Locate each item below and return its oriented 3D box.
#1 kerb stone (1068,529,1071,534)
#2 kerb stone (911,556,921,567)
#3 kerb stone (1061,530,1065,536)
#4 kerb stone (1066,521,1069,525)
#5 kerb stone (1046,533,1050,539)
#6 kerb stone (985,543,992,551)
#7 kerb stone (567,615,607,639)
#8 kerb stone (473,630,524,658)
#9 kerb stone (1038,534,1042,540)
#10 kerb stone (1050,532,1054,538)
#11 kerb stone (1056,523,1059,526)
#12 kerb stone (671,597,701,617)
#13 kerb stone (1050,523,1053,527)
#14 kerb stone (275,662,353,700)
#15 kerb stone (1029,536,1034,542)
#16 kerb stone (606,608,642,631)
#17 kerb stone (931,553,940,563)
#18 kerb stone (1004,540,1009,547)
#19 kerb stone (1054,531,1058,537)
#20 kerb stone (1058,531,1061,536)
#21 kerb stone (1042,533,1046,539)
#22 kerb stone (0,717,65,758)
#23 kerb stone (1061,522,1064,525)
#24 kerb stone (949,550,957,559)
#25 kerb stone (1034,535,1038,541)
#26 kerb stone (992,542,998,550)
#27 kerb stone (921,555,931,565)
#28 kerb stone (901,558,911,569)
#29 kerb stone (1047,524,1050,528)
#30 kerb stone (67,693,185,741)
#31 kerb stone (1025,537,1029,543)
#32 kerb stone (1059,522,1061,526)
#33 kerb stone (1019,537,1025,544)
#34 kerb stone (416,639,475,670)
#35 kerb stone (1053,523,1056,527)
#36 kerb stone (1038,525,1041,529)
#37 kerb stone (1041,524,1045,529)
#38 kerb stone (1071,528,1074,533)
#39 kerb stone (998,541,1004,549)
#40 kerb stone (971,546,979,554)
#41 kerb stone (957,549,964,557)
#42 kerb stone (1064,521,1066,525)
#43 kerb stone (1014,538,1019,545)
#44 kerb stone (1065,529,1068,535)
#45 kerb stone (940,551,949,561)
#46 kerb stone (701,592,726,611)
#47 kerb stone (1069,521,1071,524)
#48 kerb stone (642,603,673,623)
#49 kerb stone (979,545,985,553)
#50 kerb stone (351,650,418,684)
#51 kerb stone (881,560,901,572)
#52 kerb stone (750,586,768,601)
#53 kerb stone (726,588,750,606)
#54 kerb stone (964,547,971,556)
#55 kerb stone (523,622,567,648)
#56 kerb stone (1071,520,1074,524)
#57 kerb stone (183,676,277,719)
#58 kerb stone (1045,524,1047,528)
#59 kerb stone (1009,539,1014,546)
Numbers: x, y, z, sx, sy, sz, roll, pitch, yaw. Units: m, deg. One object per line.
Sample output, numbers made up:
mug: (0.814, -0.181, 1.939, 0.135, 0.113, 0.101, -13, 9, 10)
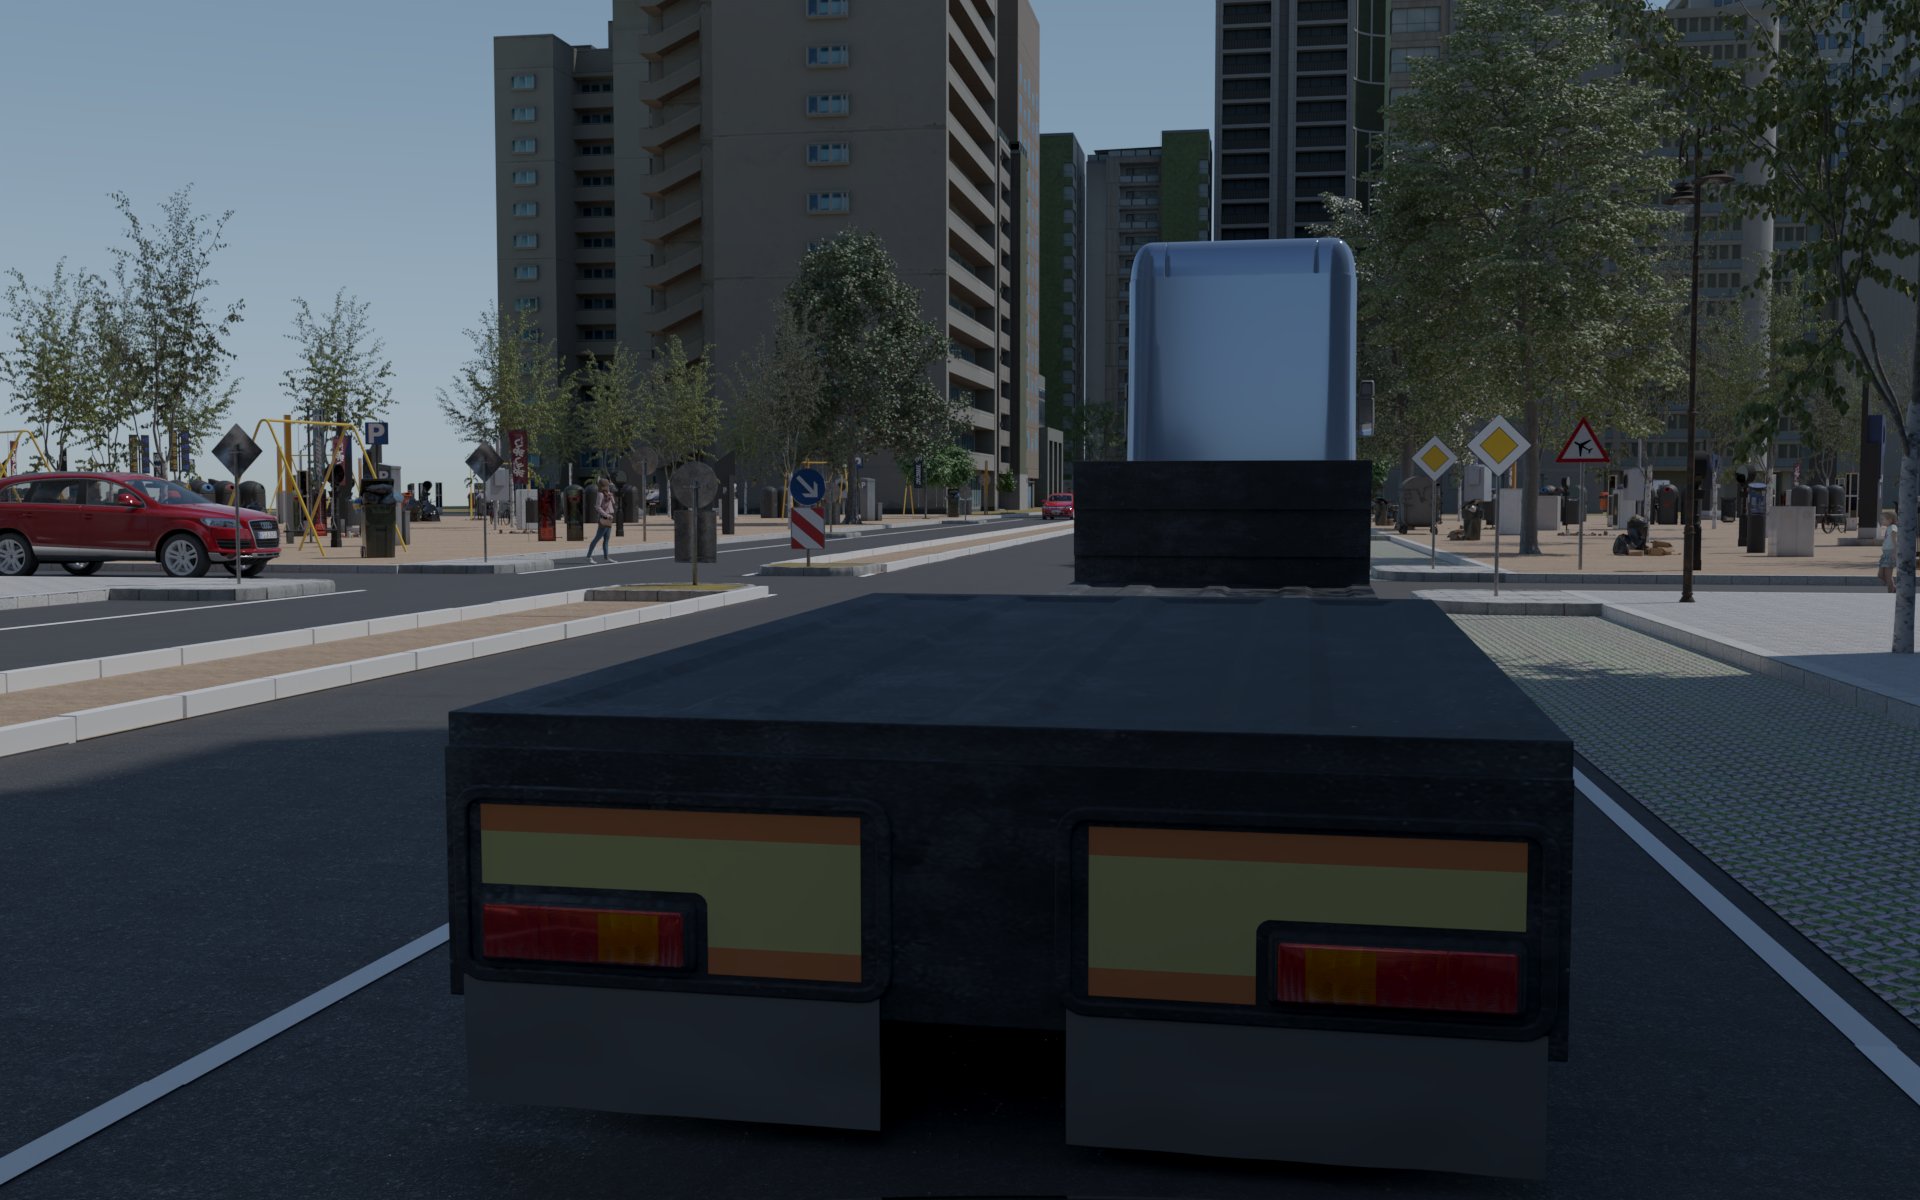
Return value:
kerb stone: (3.736, -2.410, 61.603, 0.120, 0.150, 1.000, 1, 4, 10)
kerb stone: (-0.972, -0.741, 34.314, 0.120, 0.150, 1.000, 1, 4, 10)
kerb stone: (3.400, -2.287, 59.586, 0.120, 0.150, 1.000, 1, 4, 10)
kerb stone: (4.814, -3.541, 80.136, 0.120, 0.150, 1.000, 1, 4, 10)
kerb stone: (2.698, -2.039, 55.533, 0.120, 0.150, 1.000, 1, 4, 10)
kerb stone: (0.597, -1.292, 43.407, 0.120, 0.150, 1.000, 1, 4, 10)
kerb stone: (-3.855, 0.281, 17.599, 0.120, 0.150, 1.000, 1, 4, 10)
kerb stone: (-4.208, 0.408, 15.577, 0.120, 0.150, 1.000, 1, 4, 10)
kerb stone: (2.347, -1.913, 53.519, 0.120, 0.150, 1.000, 1, 4, 10)
kerb stone: (2.865, -2.101, 56.542, 0.120, 0.150, 1.000, 1, 4, 10)
kerb stone: (4.109, -3.296, 76.080, 0.120, 0.150, 1.000, 1, 4, 10)
kerb stone: (-3.334, 0.096, 20.631, 0.120, 0.150, 1.000, 1, 4, 10)
kerb stone: (3.761, -3.167, 74.061, 0.120, 0.150, 1.000, 1, 4, 10)
kerb stone: (-4.731, 0.590, 12.550, 0.120, 0.150, 1.000, 1, 4, 10)
kerb stone: (1.991, -1.789, 51.495, 0.120, 0.150, 1.000, 1, 4, 10)
kerb stone: (-3.683, 0.219, 18.613, 0.120, 0.150, 1.000, 1, 4, 10)
kerb stone: (-0.620, -0.864, 36.328, 0.120, 0.150, 1.000, 1, 4, 10)
kerb stone: (1.120, -1.482, 46.433, 0.120, 0.150, 1.000, 1, 4, 10)
kerb stone: (3.040, -2.163, 57.560, 0.120, 0.150, 1.000, 1, 4, 10)
kerb stone: (3.222, -2.223, 58.580, 0.120, 0.150, 1.000, 1, 4, 10)
kerb stone: (2.519, -1.976, 54.527, 0.120, 0.150, 1.000, 1, 4, 10)
kerb stone: (-5.250, 0.781, 9.515, 0.120, 0.150, 1.000, 1, 4, 10)
kerb stone: (4.454, -3.412, 78.107, 0.120, 0.150, 1.000, 1, 4, 10)
kerb stone: (-0.269, -0.988, 38.347, 0.120, 0.150, 1.000, 1, 4, 10)
kerb stone: (2.173, -1.854, 52.506, 0.120, 0.150, 1.000, 1, 4, 10)
kerb stone: (0.782, -1.359, 44.416, 0.120, 0.150, 1.000, 1, 4, 10)
kerb stone: (-0.802, -0.803, 35.322, 0.120, 0.150, 1.000, 1, 4, 10)
kerb stone: (-1.144, -0.676, 33.295, 0.120, 0.150, 1.000, 1, 4, 10)
kerb stone: (3.580, -3.103, 73.046, 0.120, 0.150, 1.000, 1, 4, 10)
kerb stone: (-5.089, 0.713, 10.534, 0.120, 0.150, 1.000, 1, 4, 10)
kerb stone: (1.819, -1.730, 50.488, 0.120, 0.150, 1.000, 1, 4, 10)
kerb stone: (4.286, -3.358, 77.093, 0.120, 0.150, 1.000, 1, 4, 10)
kerb stone: (1.648, -1.668, 49.467, 0.120, 0.150, 1.000, 1, 4, 10)
kerb stone: (-4.380, 0.466, 14.569, 0.120, 0.150, 1.000, 1, 4, 10)
kerb stone: (3.932, -3.234, 75.073, 0.120, 0.150, 1.000, 1, 4, 10)
kerb stone: (3.057, -2.924, 70.023, 0.120, 0.150, 1.000, 1, 4, 10)
kerb stone: (3.243, -2.987, 71.028, 0.120, 0.150, 1.000, 1, 4, 10)
kerb stone: (3.917, -2.473, 62.626, 0.120, 0.150, 1.000, 1, 4, 10)
kerb stone: (0.951, -1.419, 45.424, 0.120, 0.150, 1.000, 1, 4, 10)
kerb stone: (0.254, -1.174, 41.390, 0.120, 0.150, 1.000, 1, 4, 10)
kerb stone: (-0.107, -1.050, 39.365, 0.120, 0.150, 1.000, 1, 4, 10)
kerb stone: (4.635, -3.481, 79.112, 0.120, 0.150, 1.000, 1, 4, 10)
kerb stone: (1.462, -1.606, 48.451, 0.120, 0.150, 1.000, 1, 4, 10)
kerb stone: (3.570, -2.340, 60.595, 0.120, 0.150, 1.000, 1, 4, 10)
kerb stone: (-0.441, -0.918, 37.339, 0.120, 0.150, 1.000, 1, 4, 10)
kerb stone: (-3.162, 0.034, 21.638, 0.120, 0.150, 1.000, 1, 4, 10)
kerb stone: (4.991, -3.606, 81.149, 0.120, 0.150, 1.000, 1, 4, 10)
kerb stone: (-3.508, 0.158, 19.624, 0.120, 0.150, 1.000, 1, 4, 10)
kerb stone: (0.424, -1.236, 42.400, 0.120, 0.150, 1.000, 1, 4, 10)
kerb stone: (-4.560, 0.532, 13.557, 0.120, 0.150, 1.000, 1, 4, 10)
kerb stone: (-1.315, -0.617, 32.287, 0.120, 0.150, 1.000, 1, 4, 10)
kerb stone: (-2.817, -0.088, 23.659, 0.120, 0.150, 1.000, 1, 4, 10)
kerb stone: (-2.985, -0.028, 22.651, 0.120, 0.150, 1.000, 1, 4, 10)
kerb stone: (0.068, -1.107, 40.375, 0.120, 0.150, 1.000, 1, 4, 10)
kerb stone: (-4.043, 0.343, 16.586, 0.120, 0.150, 1.000, 1, 4, 10)
kerb stone: (5.153, -3.667, 82.158, 0.120, 0.150, 1.000, 1, 4, 10)
kerb stone: (-4.901, 0.652, 11.539, 0.120, 0.150, 1.000, 1, 4, 10)
kerb stone: (3.409, -3.047, 72.038, 0.120, 0.150, 1.000, 1, 4, 10)
kerb stone: (1.294, -1.544, 47.442, 0.120, 0.150, 1.000, 1, 4, 10)
